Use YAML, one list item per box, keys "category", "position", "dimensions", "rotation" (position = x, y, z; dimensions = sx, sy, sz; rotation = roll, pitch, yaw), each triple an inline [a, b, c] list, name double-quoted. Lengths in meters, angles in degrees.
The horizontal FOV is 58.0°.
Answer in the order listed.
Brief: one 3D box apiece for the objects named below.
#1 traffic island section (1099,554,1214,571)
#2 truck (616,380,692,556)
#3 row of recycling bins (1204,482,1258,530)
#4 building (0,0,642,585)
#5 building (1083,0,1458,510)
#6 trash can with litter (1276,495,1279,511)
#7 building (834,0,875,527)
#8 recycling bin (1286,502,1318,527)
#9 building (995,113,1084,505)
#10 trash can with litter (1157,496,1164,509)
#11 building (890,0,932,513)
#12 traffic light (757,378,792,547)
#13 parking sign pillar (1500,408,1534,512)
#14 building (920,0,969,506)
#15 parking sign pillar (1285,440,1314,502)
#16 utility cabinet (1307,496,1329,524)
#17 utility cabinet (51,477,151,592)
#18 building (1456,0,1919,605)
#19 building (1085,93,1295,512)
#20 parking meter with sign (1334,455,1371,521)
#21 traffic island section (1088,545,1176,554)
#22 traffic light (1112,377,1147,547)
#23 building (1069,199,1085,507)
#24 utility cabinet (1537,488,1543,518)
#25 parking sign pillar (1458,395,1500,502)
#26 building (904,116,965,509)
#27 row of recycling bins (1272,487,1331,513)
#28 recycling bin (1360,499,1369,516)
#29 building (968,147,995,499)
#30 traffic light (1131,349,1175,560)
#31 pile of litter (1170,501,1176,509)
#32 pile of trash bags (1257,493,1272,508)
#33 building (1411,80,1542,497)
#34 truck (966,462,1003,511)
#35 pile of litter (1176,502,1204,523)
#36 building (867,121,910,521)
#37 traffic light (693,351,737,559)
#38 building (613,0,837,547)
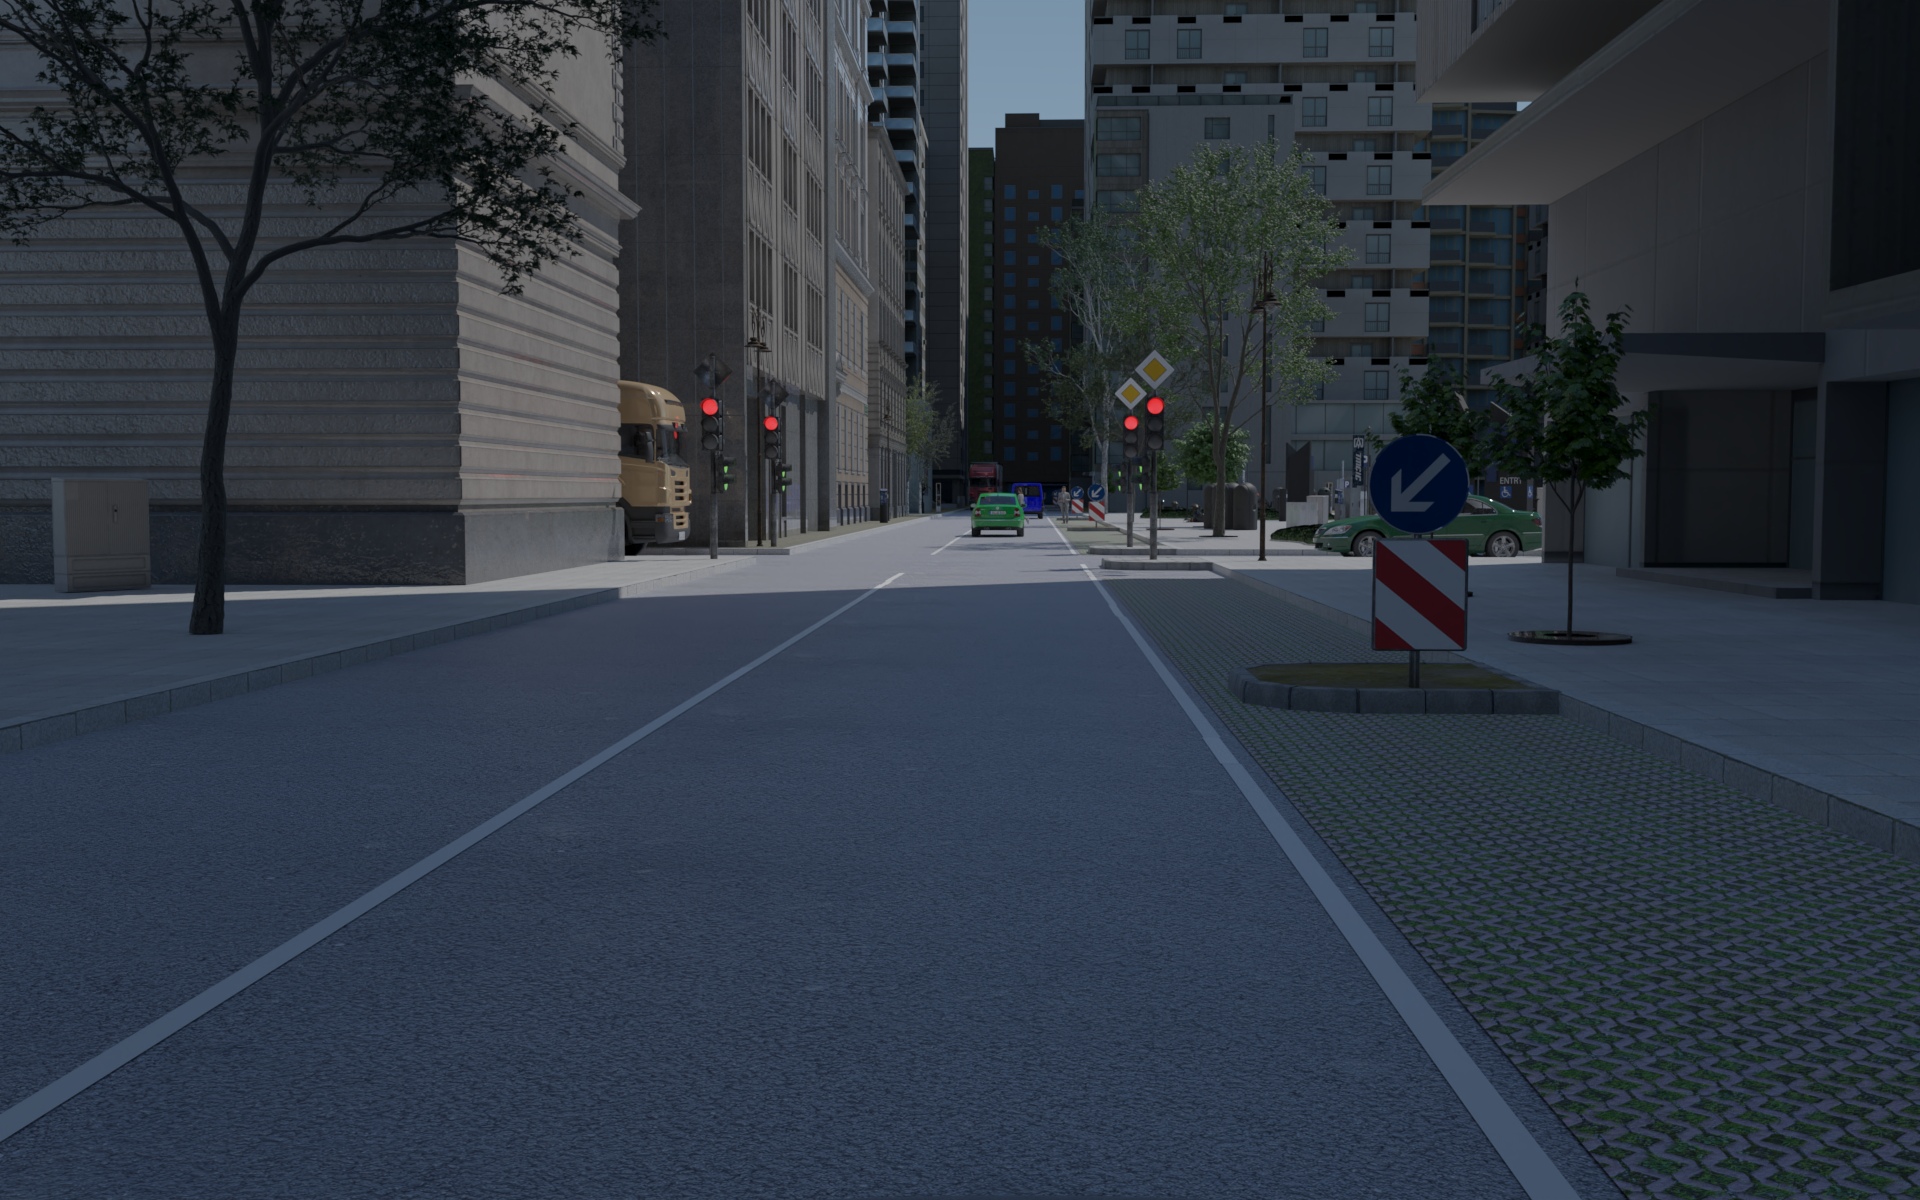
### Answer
- category: "traffic island section"
  position: [3.802, -0.709, 33.872]
  dimensions: [2.009, 0.180, 2.903]
  rotation: [0, 4, 2]
- category: "truck"
  position: [-10.955, -2.984, 37.702]
  dimensions: [11.283, 4.237, 2.839]
  rotation: [0, 4, 4]
- category: "row of recycling bins"
  position: [9.782, -3.412, 62.902]
  dimensions: [1.069, 1.692, 3.534]
  rotation: [-1, 4, -14]
- category: "building"
  position: [-15.980, -12.225, 28.750]
  dimensions: [19.941, 23.489, 11.050]
  rotation: [0, 4, 2]
- category: "building"
  position: [24.469, -34.219, 148.712]
  dimensions: [28.713, 52.752, 27.495]
  rotation: [0, 4, 2]
- category: "trash can with litter"
  position: [18.004, -5.294, 97.620]
  dimensions: [1.678, 1.210, 2.233]
  rotation: [0, 4, 6]
- category: "building"
  position: [-10.840, -17.451, 71.234]
  dimensions: [13.634, 28.700, 20.117]
  rotation: [0, 4, 2]
- category: "recycling bin"
  position: [10.631, -2.527, 53.871]
  dimensions: [0.722, 1.027, 0.722]
  rotation: [-2, 4, -24]
- category: "building"
  position: [11.406, -34.048, 206.796]
  dimensions: [14.200, 45.320, 14.600]
  rotation: [0, 4, 2]
- category: "trash can with litter"
  position: [11.630, -5.422, 100.033]
  dimensions: [0.624, 1.170, 1.055]
  rotation: [-1, 4, -14]
- category: "building"
  position: [-13.010, -50.069, 131.301]
  dimensions: [22.319, 86.520, 31.000]
  rotation: [0, 4, 2]
- category: "traffic light"
  position: [-4.520, -3.251, 42.068]
  dimensions: [0.839, 4.253, 0.868]
  rotation: [0, 4, 2]
- category: "parking sign pillar"
  position: [15.889, -3.770, 50.116]
  dimensions: [1.447, 3.967, 1.447]
  rotation: [3, 5, 42]
- category: "building"
  position: [-9.722, -45.484, 181.918]
  dimensions: [20.611, 71.187, 20.563]
  rotation: [0, 4, 2]
- category: "parking sign pillar"
  position: [17.760, -6.283, 91.203]
  dimensions: [1.447, 3.967, 1.447]
  rotation: [-2, 4, -33]
- category: "utility cabinet"
  position: [13.982, -3.463, 67.782]
  dimensions: [0.306, 1.237, 1.020]
  rotation: [-2, 4, -26]
- category: "utility cabinet"
  position: [-11.339, -0.870, 22.906]
  dimensions: [0.318, 1.500, 1.173]
  rotation: [2, 4, 31]
- category: "building"
  position: [21.442, -26.231, 18.118]
  dimensions: [28.713, 52.752, 27.495]
  rotation: [0, 4, 2]
- category: "building"
  position: [16.879, -21.848, 128.919]
  dimensions: [14.160, 30.474, 14.107]
  rotation: [0, 4, 2]
- category: "parking meter with sign"
  position: [17.311, -4.910, 76.540]
  dimensions: [1.738, 3.016, 0.543]
  rotation: [-2, 4, -33]
- category: "traffic island section"
  position: [4.125, -1.197, 41.851]
  dimensions: [2.009, 0.180, 2.903]
  rotation: [0, 4, 2]
- category: "traffic light"
  position: [4.085, -3.230, 41.738]
  dimensions: [0.839, 4.253, 0.868]
  rotation: [0, 4, 2]
- category: "building"
  position: [17.842, -24.434, 171.193]
  dimensions: [14.160, 30.474, 14.107]
  rotation: [0, 4, 2]
- category: "utility cabinet"
  position: [20.831, -3.225, 61.404]
  dimensions: [0.318, 1.500, 1.173]
  rotation: [3, 5, 40]
- category: "parking sign pillar"
  position: [12.932, -3.451, 44.898]
  dimensions: [1.447, 3.967, 1.447]
  rotation: [0, 4, -2]
- category: "building"
  position: [-15.881, -28.649, 160.298]
  dimensions: [32.217, 40.220, 23.993]
  rotation: [0, 4, 2]
- category: "row of recycling bins"
  position: [20.744, -6.003, 105.258]
  dimensions: [3.534, 1.692, 1.069]
  rotation: [1, 4, 15]
- category: "recycling bin"
  position: [23.004, -5.154, 96.817]
  dimensions: [0.722, 1.027, 0.722]
  rotation: [-1, 4, -17]
- category: "building"
  position: [-2.728, -32.039, 207.430]
  dimensions: [14.086, 41.232, 14.154]
  rotation: [0, 4, 2]
- category: "traffic light"
  position: [3.763, -2.742, 33.760]
  dimensions: [0.839, 4.253, 0.868]
  rotation: [0, 4, 2]
- category: "pile of litter"
  position: [13.230, -5.647, 106.298]
  dimensions: [1.719, 0.858, 1.176]
  rotation: [3, 4, 37]
- category: "pile of trash bags"
  position: [20.124, -6.331, 113.268]
  dimensions: [1.912, 1.369, 3.447]
  rotation: [-2, 4, -28]
- category: "building"
  position: [43.555, -32.112, 179.662]
  dimensions: [28.867, 44.769, 22.147]
  rotation: [0, 4, 2]
- category: "truck"
  position: [2.295, -10.077, 153.668]
  dimensions: [2.839, 4.237, 11.283]
  rotation: [0, 4, 4]
- category: "pile of litter"
  position: [10.845, -3.938, 78.353]
  dimensions: [1.176, 0.858, 1.719]
  rotation: [-2, 4, -25]
- category: "building"
  position: [-8.105, -14.788, 90.930]
  dimensions: [9.793, 20.994, 18.267]
  rotation: [0, 4, 2]
- category: "traffic light"
  position: [-4.842, -2.763, 34.090]
  dimensions: [0.839, 4.253, 0.868]
  rotation: [0, 4, 2]
- category: "building"
  position: [-10.795, -14.271, 51.348]
  dimensions: [12.078, 24.808, 19.932]
  rotation: [0, 4, 2]
